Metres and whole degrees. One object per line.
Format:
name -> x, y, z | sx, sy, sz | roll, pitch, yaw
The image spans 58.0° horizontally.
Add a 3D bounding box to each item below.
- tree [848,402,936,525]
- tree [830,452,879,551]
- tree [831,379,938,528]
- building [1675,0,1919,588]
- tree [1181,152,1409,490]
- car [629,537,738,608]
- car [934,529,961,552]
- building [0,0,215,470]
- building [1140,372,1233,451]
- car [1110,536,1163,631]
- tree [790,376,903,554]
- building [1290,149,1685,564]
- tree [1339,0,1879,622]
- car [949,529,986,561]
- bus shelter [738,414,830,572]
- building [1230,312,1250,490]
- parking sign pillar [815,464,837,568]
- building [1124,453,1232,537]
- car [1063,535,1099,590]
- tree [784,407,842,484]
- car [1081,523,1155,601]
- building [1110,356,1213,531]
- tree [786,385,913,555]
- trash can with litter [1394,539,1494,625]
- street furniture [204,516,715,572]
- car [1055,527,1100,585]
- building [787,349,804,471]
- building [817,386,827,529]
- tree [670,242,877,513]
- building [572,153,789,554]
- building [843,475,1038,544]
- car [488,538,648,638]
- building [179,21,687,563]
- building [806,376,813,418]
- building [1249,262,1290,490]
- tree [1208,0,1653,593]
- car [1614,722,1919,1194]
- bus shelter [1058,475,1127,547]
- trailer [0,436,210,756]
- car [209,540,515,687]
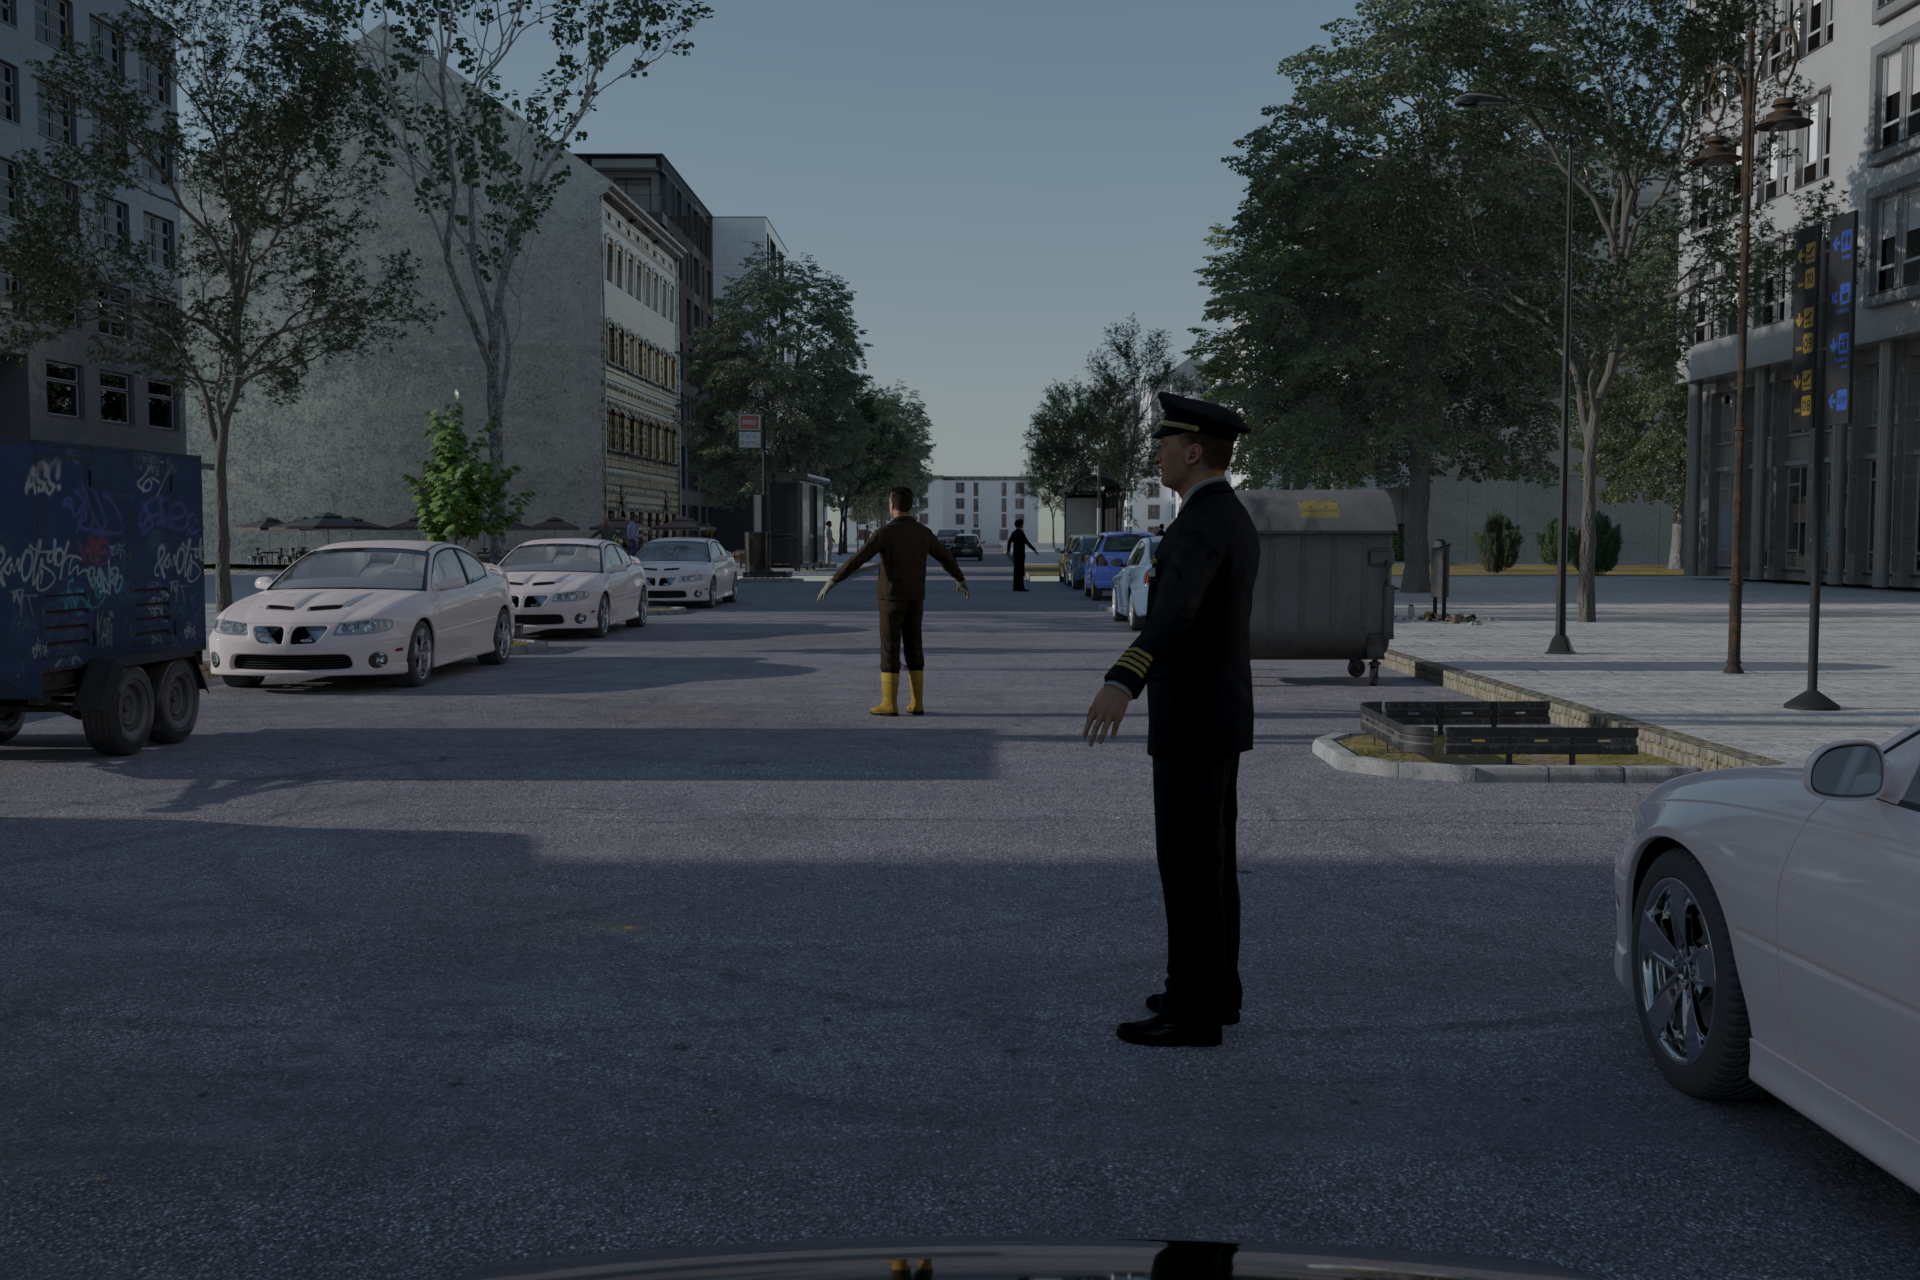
tree -> -6.992, -15.334, 157.364 | 9.857, 13.997, 8.962 | 0, 3, 0
tree -> -7.177, -10.551, 122.875 | 4.360, 8.622, 3.978 | 0, 3, 0
tree -> -6.678, -14.478, 143.371 | 9.857, 13.997, 8.962 | 0, 3, 0
building -> 29.101, -13.508, 28.453 | 19.016, 26.051, 41.698 | 0, 4, 1
tree -> 10.259, -8.159, 51.526 | 7.486, 12.596, 7.792 | 0, 3, 0
car -> -5.653, -1.386, 35.019 | 2.083, 1.381, 4.827 | 0, 4, 1
car -> -0.746, -6.781, 119.547 | 2.281, 1.827, 5.304 | 0, 4, 1
building -> -29.126, -13.699, 42.399 | 11.959, 24.771, 22.079 | 0, 4, 1
building -> 26.490, -21.438, 206.937 | 16.016, 20.090, 11.380 | 0, 4, 0
car -> 3.396, -0.919, 27.024 | 2.014, 1.417, 4.499 | 0, 4, 0
tree -> -7.587, -11.439, 112.786 | 9.928, 11.665, 9.643 | 0, 3, 0
building -> 27.921, -13.565, 88.248 | 16.747, 18.905, 31.486 | 0, 4, 1
tree -> 8.835, -5.526, 24.760 | 7.601, 10.594, 8.767 | -2, 4, -34
car -> 0.379, -5.139, 93.807 | 2.009, 1.686, 4.222 | 0, 4, 1
bus shelter -> -6.168, -5.066, 60.453 | 2.179, 5.291, 8.768 | 0, 4, 3
building -> 26.598, -17.130, 136.500 | 16.016, 20.090, 11.380 | 0, 4, 1
parking sign pillar -> -5.424, -4.751, 66.157 | 1.447, 3.967, 1.447 | 0, 4, 0
building -> 22.318, -14.444, 178.304 | 9.099, 9.664, 28.070 | 0, 4, 1
car -> 3.774, -2.080, 46.014 | 2.014, 1.417, 4.499 | 0, 4, 0
tree -> -8.095, -8.581, 90.661 | 4.360, 8.622, 3.978 | 0, 3, 0
car -> 3.681, -1.773, 38.586 | 1.945, 1.707, 3.694 | 0, 4, 0
building -> 28.785, -23.875, 221.281 | 19.493, 23.208, 18.063 | 0, 4, 1
tree -> -7.208, -10.364, 103.869 | 8.767, 10.594, 7.601 | -1, 4, -9
trash can with litter -> 7.040, -0.878, 25.415 | 1.678, 1.210, 2.233 | 0, 4, 1
street furniture -> -23.391, -3.548, 63.034 | 27.439, 1.986, 14.083 | 0, 4, 4
car -> 3.783, -2.454, 50.348 | 2.015, 1.641, 3.980 | 0, 4, 0
building -> -21.768, -19.451, 174.437 | 16.016, 20.090, 11.380 | 0, 4, 1
building -> -22.510, -21.841, 213.520 | 16.016, 20.090, 11.380 | 0, 3, 0
tree -> -8.154, -10.448, 77.482 | 9.857, 13.997, 8.962 | 0, 3, 0
building -> -26.394, -16.247, 109.619 | 27.936, 21.610, 32.646 | 0, 4, 0
building -> -2.726, -18.479, 246.731 | 28.070, 9.664, 9.099 | 0, 4, -4
car -> -5.806, -0.797, 25.401 | 2.083, 1.381, 4.827 | 0, 4, 1
building -> -24.474, -15.470, 83.859 | 19.493, 23.208, 18.063 | 0, 4, 1
building -> -22.149, -20.599, 193.212 | 16.016, 20.090, 11.380 | 0, 3, 0
building -> 25.280, -16.108, 119.785 | 16.016, 20.090, 11.380 | 0, 4, 1
tree -> 10.119, -8.020, 37.779 | 9.857, 13.997, 8.962 | 0, 3, 0
car -> 2.753, 0.574, 2.981 | 2.083, 1.381, 4.827 | 0, 3, 0
bus shelter -> 4.654, -4.146, 61.711 | 2.014, 3.302, 5.546 | 0, 4, 0
trailer -> -6.060, -0.229, 10.789 | 1.471, 1.999, 3.904 | 0, 4, 1
car -> -5.940, -0.328, 17.721 | 2.083, 1.381, 4.827 | 0, 4, 1
